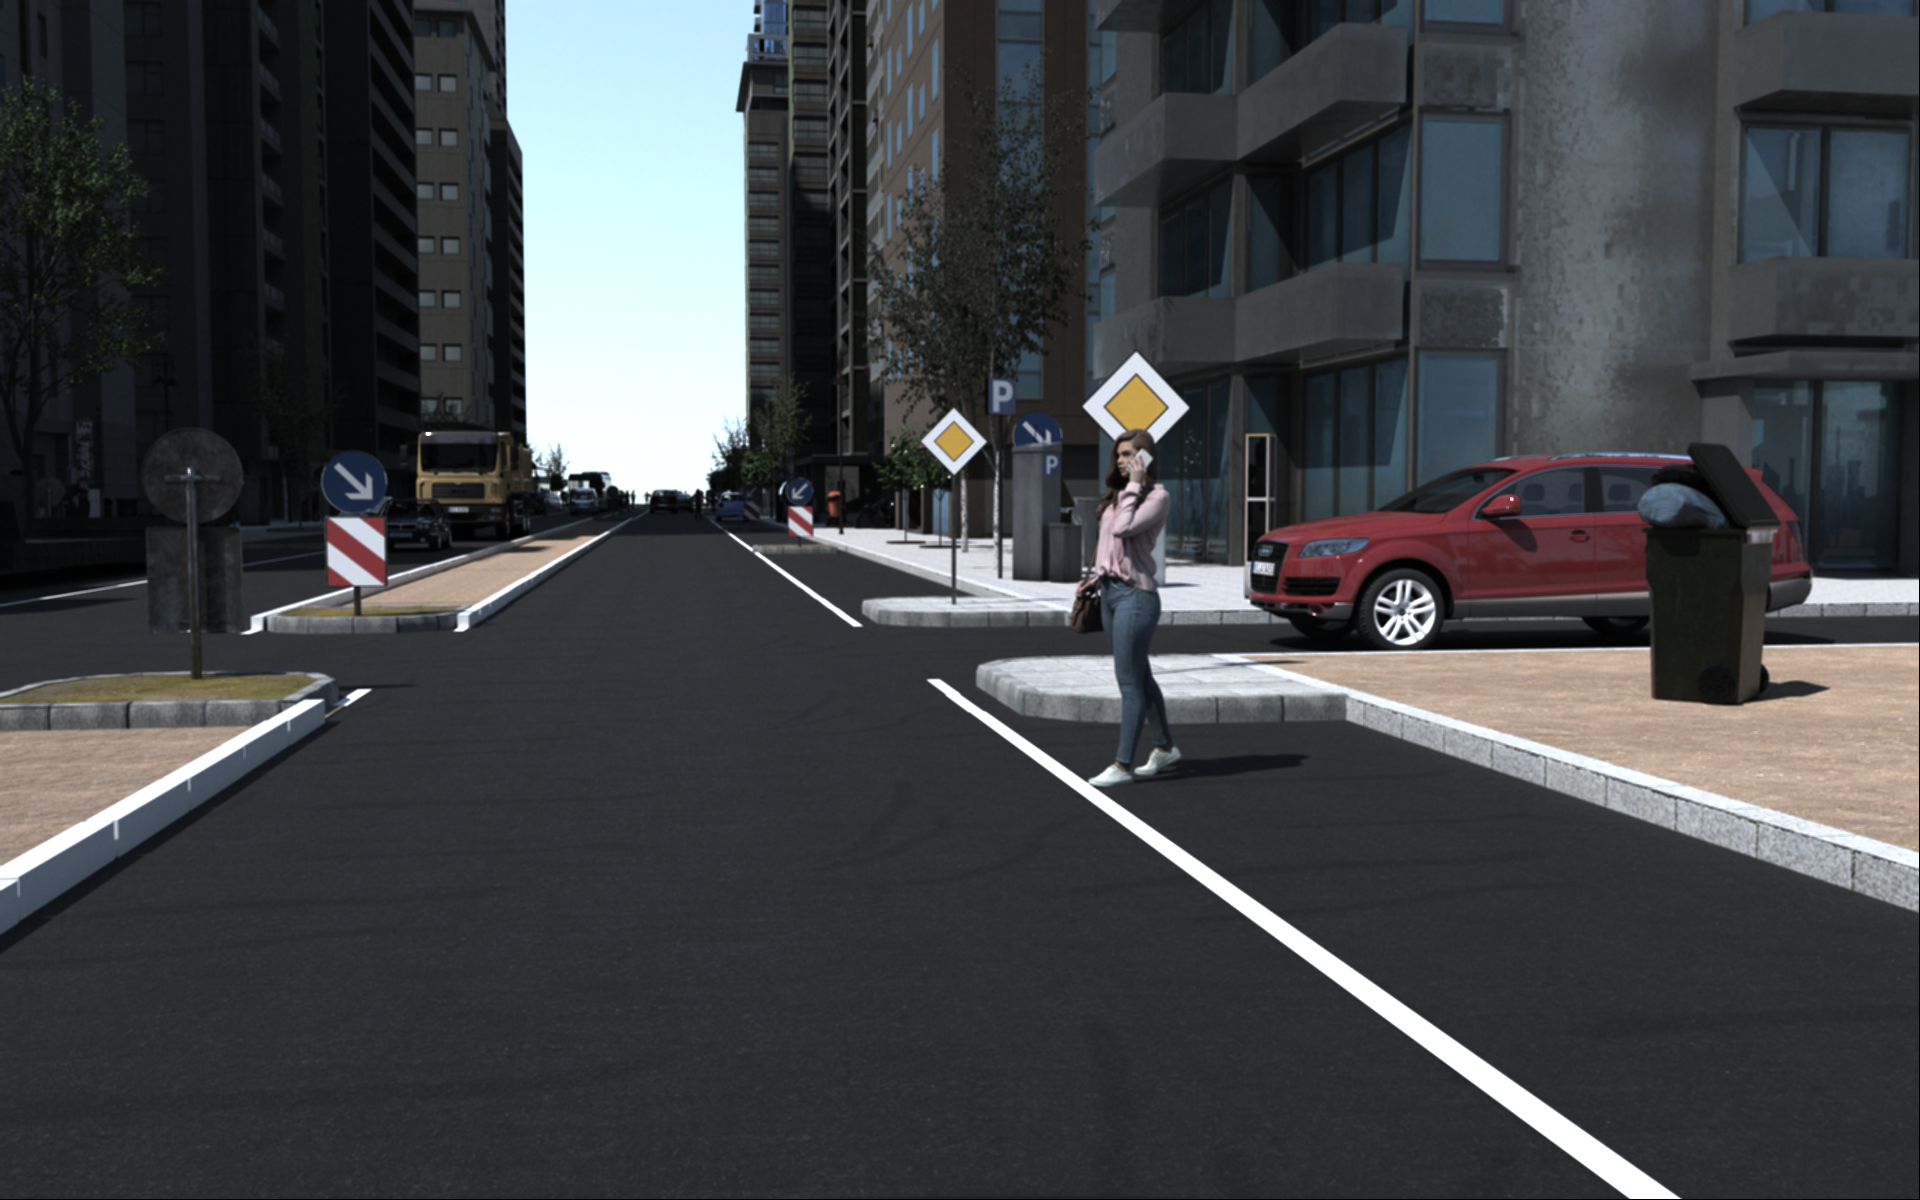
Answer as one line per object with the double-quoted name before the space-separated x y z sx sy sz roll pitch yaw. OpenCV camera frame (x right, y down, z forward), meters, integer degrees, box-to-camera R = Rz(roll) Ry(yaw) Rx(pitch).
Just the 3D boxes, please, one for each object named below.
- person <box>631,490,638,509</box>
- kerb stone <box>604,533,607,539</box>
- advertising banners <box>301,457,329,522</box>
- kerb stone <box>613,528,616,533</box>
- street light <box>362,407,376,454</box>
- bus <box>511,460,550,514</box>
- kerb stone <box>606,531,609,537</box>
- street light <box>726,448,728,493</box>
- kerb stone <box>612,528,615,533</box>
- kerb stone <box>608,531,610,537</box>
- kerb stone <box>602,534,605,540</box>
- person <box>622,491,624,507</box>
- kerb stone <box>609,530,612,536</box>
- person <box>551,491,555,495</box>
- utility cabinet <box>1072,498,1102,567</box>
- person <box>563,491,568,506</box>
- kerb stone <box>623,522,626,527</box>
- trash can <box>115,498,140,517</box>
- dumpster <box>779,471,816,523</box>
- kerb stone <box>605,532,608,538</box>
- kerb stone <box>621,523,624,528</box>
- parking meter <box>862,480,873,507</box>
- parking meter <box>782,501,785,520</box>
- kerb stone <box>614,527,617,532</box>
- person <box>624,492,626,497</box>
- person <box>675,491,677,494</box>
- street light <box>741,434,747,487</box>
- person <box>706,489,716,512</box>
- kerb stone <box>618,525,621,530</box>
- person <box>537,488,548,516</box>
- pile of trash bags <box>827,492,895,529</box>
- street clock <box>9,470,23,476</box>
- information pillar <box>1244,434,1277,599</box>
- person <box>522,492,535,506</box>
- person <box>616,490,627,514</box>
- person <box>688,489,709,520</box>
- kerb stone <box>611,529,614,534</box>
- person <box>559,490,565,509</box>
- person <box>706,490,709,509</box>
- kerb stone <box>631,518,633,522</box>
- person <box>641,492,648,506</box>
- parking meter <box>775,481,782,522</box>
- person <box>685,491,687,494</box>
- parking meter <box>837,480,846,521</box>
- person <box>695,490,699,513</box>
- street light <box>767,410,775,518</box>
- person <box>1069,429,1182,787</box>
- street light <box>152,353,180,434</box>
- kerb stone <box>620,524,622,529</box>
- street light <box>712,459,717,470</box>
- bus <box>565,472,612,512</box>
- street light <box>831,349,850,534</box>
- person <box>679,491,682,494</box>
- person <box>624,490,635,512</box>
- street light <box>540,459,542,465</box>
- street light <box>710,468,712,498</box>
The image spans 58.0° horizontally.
"person" -31.795 -9.834 169.156 0.599 1.838 0.709 -2 4 -35
"kerb stone" -11.044 -1.901 53.349 0.120 0.150 1.000 -1 4 -9
"advertising banners" -30.287 -5.206 81.303 0.090 3.025 2.074 1 4 19
"kerb stone" -12.379 -2.401 61.446 0.120 0.150 1.000 -1 4 -9
"street light" -31.584 -7.331 92.653 0.468 5.910 1.993 -1 4 -9
"bus" -31.613 -8.227 126.058 2.896 3.916 12.252 -1 4 -9
"kerb stone" -11.372 -2.027 55.367 0.120 0.150 1.000 -1 4 -9
"street light" -22.662 -12.002 169.025 0.468 5.910 1.993 -1 4 -9
"kerb stone" -12.215 -2.338 60.434 0.120 0.150 1.000 -1 4 -9
"kerb stone" -11.541 -2.090 56.374 0.120 0.150 1.000 -1 4 -9
"kerb stone" -10.876 -1.844 52.341 0.120 0.150 1.000 -1 4 -9
"person" -37.041 -11.116 190.797 0.434 1.755 0.990 0 4 -5
"kerb stone" -11.709 -2.153 57.391 0.120 0.150 1.000 -1 4 -9
"person" -48.434 -12.069 205.928 0.705 1.812 1.348 3 4 37
"utility cabinet" 2.268 -1.206 30.875 0.306 1.237 1.020 1 4 20
"person" -46.660 -12.036 205.367 0.705 1.814 1.350 2 4 34
"kerb stone" -14.393 -3.143 73.589 0.120 0.150 1.000 -1 4 -9
"trash can" -27.553 -2.794 57.328 0.748 1.137 0.748 0 3 0
"dumpster" -7.085 -4.470 75.570 1.502 2.255 1.985 -1 4 -9
"kerb stone" -11.221 -1.967 54.355 0.120 0.150 1.000 -1 4 -9
"kerb stone" -13.887 -2.958 70.559 0.120 0.150 1.000 -1 4 -9
"parking meter" -3.768 -3.961 70.470 0.399 1.863 0.255 0 4 4
"parking meter" -8.864 -4.774 86.467 0.372 1.533 0.369 0 3 0
"kerb stone" -12.545 -2.462 62.455 0.120 0.150 1.000 -1 4 -9
"person" -45.938 -13.932 237.213 0.530 1.710 0.541 0 4 -2
"person" -27.415 -9.661 167.011 0.990 1.755 0.434 1 4 10
"street light" -16.266 -9.657 130.687 0.468 5.910 1.993 -1 4 -9
"person" -19.706 -7.945 138.335 1.348 1.831 0.705 2 4 33
"kerb stone" -13.210 -2.707 66.505 0.120 0.150 1.000 -1 4 -9
"person" -27.190 -6.384 112.747 0.709 1.838 0.599 0 4 3
"pile of trash bags" -3.292 -3.335 64.273 3.447 1.369 1.912 -2 4 -26
"street clock" -27.976 -2.870 51.503 0.471 2.002 0.358 0 4 6
"information pillar" 3.677 -1.023 21.213 0.304 2.012 0.304 2 4 26
"person" -23.522 -5.193 94.198 0.721 1.735 1.217 1 4 19
"person" -24.616 -7.110 125.464 0.721 1.736 1.217 3 5 42
"person" -14.708 -5.392 97.377 1.217 1.743 0.721 -1 4 -9
"kerb stone" -12.046 -2.276 59.425 0.120 0.150 1.000 -1 4 -9
"person" -38.108 -9.612 165.676 0.705 1.822 1.348 1 4 21
"person" -24.615 -9.803 168.796 0.705 1.823 1.348 -1 4 -9
"kerb stone" -16.217 -3.819 84.726 0.120 0.150 1.000 -1 4 -9
"person" -36.611 -11.813 202.356 1.217 1.736 0.721 -2 4 -25
"parking meter" -8.238 -4.469 78.778 0.255 1.863 0.399 -1 4 -15
"person" -25.523 -9.321 161.426 1.217 1.766 0.721 1 4 21
"parking meter" -4.787 -3.928 69.939 0.255 1.863 0.399 1 4 11
"person" -20.240 -7.612 133.751 0.445 1.727 0.742 0 4 -7
"street light" -10.200 -7.391 93.635 0.468 5.910 1.993 -1 4 -9
"person" 0.889 0.028 8.628 0.643 1.750 0.593 -1 4 -22
"street light" -25.504 -5.075 55.757 0.468 5.910 1.993 -1 4 -9
"kerb stone" -13.548 -2.834 68.532 0.120 0.150 1.000 -1 4 -9
"street light" -30.038 -14.748 213.913 0.468 5.910 1.993 -1 4 -9
"bus" -29.307 -8.719 137.407 2.948 3.499 13.247 0 4 -8
"street light" -3.794 -5.042 55.221 0.468 5.910 1.993 -1 4 -9
"person" -28.784 -10.377 178.950 0.721 1.735 1.217 0 4 6
"person" -26.883 -8.012 140.213 1.217 1.735 0.721 1 4 15
"street light" -51.386 -14.661 212.490 0.468 5.910 1.993 -1 4 -9
"street light" -36.149 -17.061 251.736 0.468 5.910 1.993 -1 4 -9
